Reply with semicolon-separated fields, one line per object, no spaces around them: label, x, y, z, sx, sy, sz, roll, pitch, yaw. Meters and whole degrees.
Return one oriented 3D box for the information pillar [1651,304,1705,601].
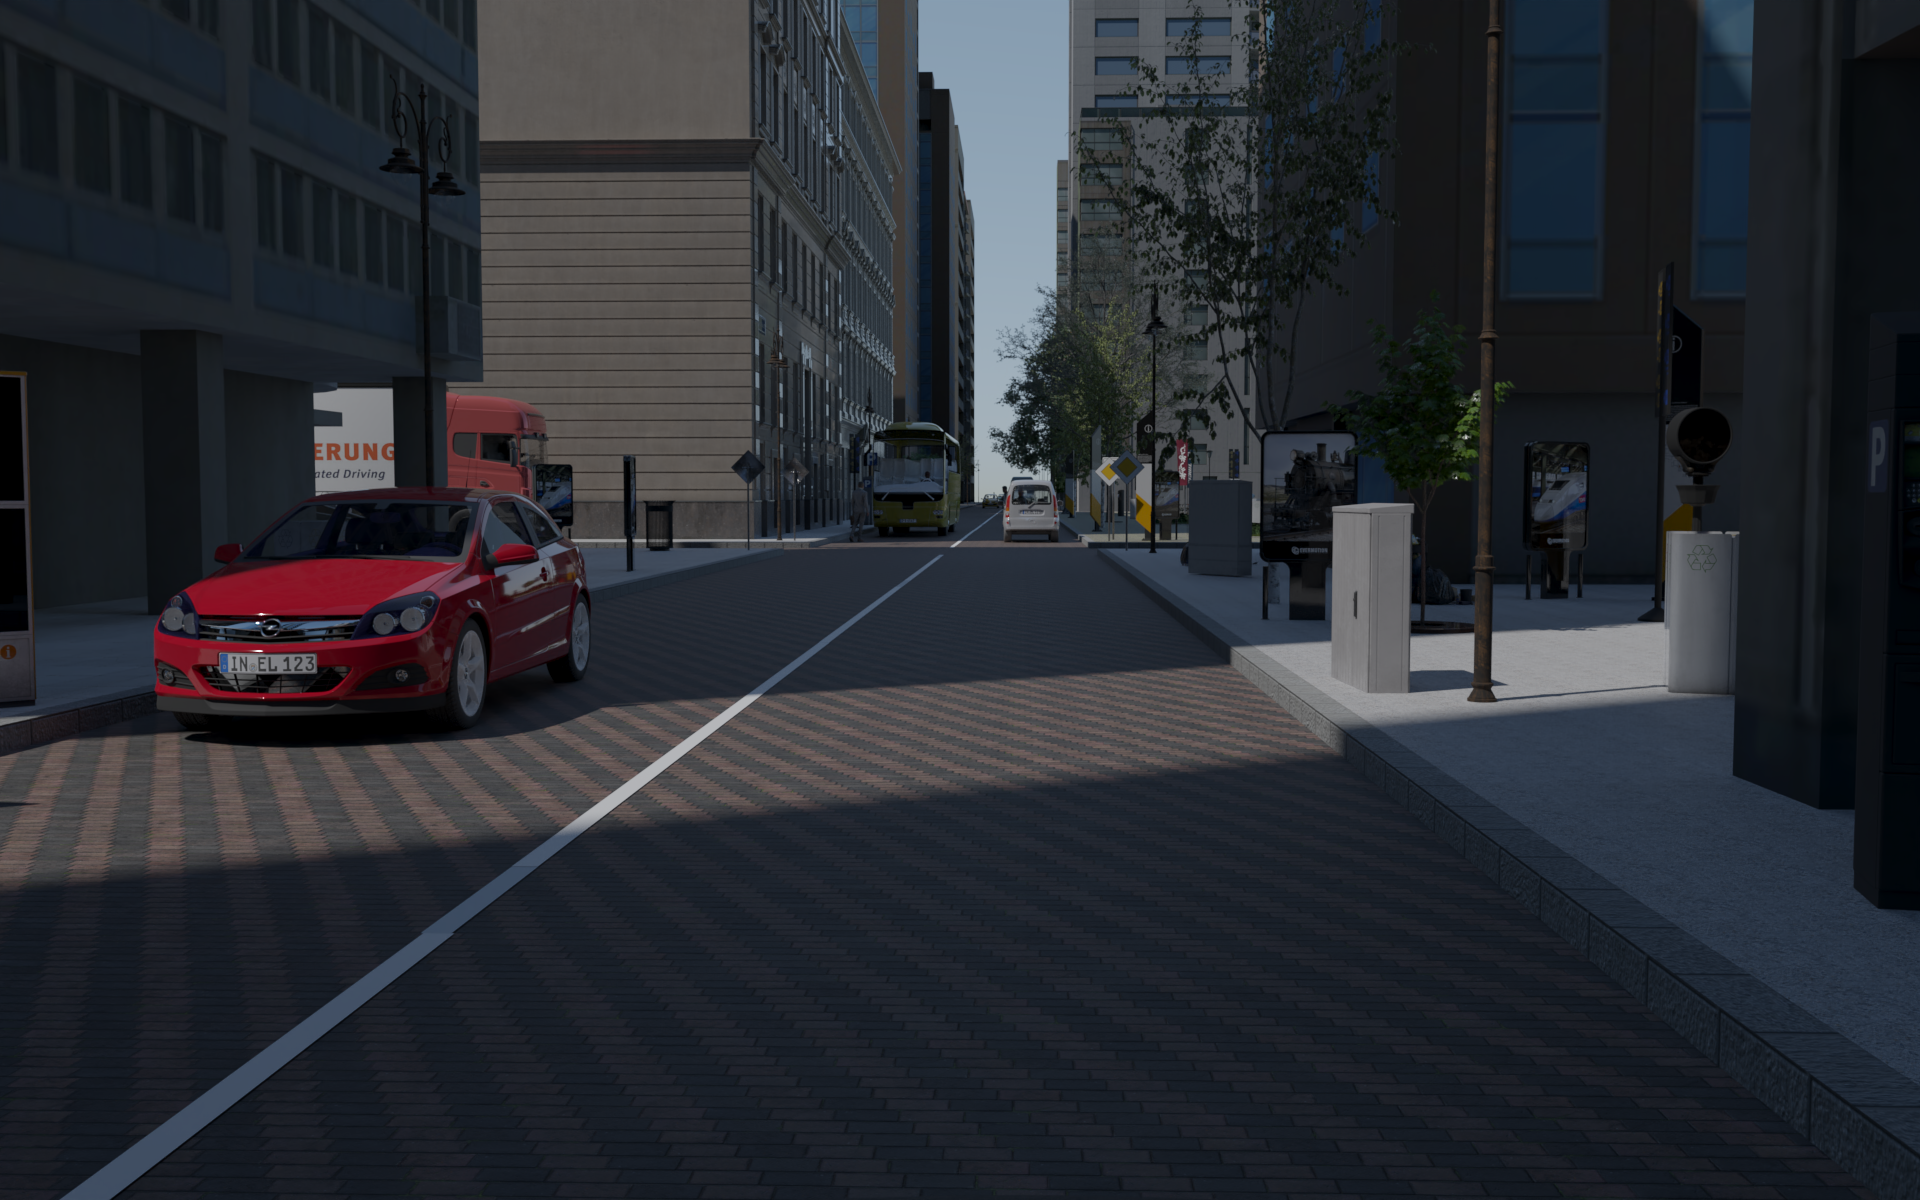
information pillar;8.557;-1.789;20.603;0.183;3.616;0.504;-3;5;-45

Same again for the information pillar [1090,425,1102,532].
information pillar;4.625;-4.138;59.008;0.183;3.616;0.504;3;5;45

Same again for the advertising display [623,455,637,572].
advertising display;-5.519;-1.454;28.986;0.123;1.923;0.974;0;4;-5

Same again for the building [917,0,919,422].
building;-12.308;-44.773;170.288;20.563;71.187;20.611;0;4;2

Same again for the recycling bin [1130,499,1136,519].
recycling bin;9.186;-4.679;89.051;0.722;1.027;0.722;-1;4;-13

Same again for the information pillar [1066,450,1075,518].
information pillar;5.897;-6.206;92.822;0.504;3.616;0.183;2;4;32

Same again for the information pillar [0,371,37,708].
information pillar;-5.805;-0.364;10.439;0.304;2.012;0.304;3;5;45

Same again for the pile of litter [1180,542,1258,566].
pile of litter;4.693;-1.059;31.286;1.719;0.858;1.176;-2;4;-25

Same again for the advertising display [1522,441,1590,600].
advertising display;7.287;-0.976;21.178;0.974;1.923;0.123;-2;4;-26

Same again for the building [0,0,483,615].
building;-19.110;-20.045;19.612;23.993;40.220;32.217;0;4;2

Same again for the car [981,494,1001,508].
car;3.125;-10.105;175.442;2.015;1.641;3.980;0;4;2

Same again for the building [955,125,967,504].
building;-10.487;-36.320;217.529;21.300;48.544;21.600;0;4;2

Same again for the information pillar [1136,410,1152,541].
information pillar;5.077;-3.428;47.396;0.504;3.616;0.183;1;4;9

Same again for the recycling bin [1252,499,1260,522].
recycling bin;10.719;-3.114;63.473;0.722;1.027;0.722;1;4;10

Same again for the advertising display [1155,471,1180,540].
advertising display;5.733;-2.636;48.307;0.974;1.923;0.123;-3;4;-36

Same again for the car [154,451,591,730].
car;-3.829;-0.174;11.888;2.155;1.783;4.494;0;4;2

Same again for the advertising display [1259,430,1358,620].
advertising display;3.537;-0.757;17.593;0.974;1.923;0.123;1;4;10

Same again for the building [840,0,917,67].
building;-10.518;-29.310;129.335;14.600;45.320;14.200;0;4;2

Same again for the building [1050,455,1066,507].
building;26.350;-23.915;236.042;27.650;21.520;28.899;0;4;2

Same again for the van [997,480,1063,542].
van;2.145;-2.792;52.662;2.013;2.044;4.112;0;4;1

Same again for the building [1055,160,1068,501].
building;18.872;-32.456;214.244;14.154;41.232;14.086;0;4;2

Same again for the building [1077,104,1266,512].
building;15.957;-22.072;132.575;14.160;30.474;14.107;0;4;2

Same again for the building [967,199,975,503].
building;-8.679;-39.507;269.643;21.300;48.544;21.600;0;4;2

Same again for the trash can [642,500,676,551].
trash can;-6.787;-1.679;39.104;0.748;1.137;0.748;0;3;0

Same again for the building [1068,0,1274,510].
building;20.046;-37.352;152.705;21.231;58.520;28.212;0;4;2

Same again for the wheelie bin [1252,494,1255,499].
wheelie bin;11.119;-3.688;68.209;0.980;1.594;0.693;1;4;13

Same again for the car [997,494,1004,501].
car;6.704;-16.023;270.778;1.959;1.807;4.718;0;4;1

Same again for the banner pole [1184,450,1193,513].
banner pole;11.220;-5.825;85.262;0.401;3.779;0.863;-2;4;-29

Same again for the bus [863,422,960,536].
bus;-1.478;-4.342;62.544;2.896;3.916;12.252;0;4;2

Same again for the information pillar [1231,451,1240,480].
information pillar;15.004;-6.302;94.397;0.504;3.616;0.183;-1;4;-10

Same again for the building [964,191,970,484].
building;-9.943;-36.030;243.722;22.147;44.769;28.867;0;4;2

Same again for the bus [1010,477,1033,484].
bus;6.933;-11.886;189.202;2.948;3.499;13.247;0;4;3

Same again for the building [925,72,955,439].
building;-7.737;-32.921;188.373;14.600;45.320;14.200;0;4;2

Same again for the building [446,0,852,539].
building;-11.015;-16.097;60.444;12.463;27.353;25.104;0;4;2

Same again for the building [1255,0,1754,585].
building;13.154;-23.216;29.695;14.600;45.320;14.200;0;4;2

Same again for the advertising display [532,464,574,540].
advertising display;-8.709;-1.949;37.077;0.123;1.923;0.974;3;5;40

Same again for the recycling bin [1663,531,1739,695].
recycling bin;5.030;0.073;11.365;0.722;1.027;0.722;1;4;19

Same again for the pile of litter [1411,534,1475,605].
pile of litter;5.437;-0.408;20.631;1.176;0.858;1.719;-2;4;-31

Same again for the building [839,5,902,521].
building;-13.011;-19.486;95.015;17.030;29.872;44.131;0;4;2
